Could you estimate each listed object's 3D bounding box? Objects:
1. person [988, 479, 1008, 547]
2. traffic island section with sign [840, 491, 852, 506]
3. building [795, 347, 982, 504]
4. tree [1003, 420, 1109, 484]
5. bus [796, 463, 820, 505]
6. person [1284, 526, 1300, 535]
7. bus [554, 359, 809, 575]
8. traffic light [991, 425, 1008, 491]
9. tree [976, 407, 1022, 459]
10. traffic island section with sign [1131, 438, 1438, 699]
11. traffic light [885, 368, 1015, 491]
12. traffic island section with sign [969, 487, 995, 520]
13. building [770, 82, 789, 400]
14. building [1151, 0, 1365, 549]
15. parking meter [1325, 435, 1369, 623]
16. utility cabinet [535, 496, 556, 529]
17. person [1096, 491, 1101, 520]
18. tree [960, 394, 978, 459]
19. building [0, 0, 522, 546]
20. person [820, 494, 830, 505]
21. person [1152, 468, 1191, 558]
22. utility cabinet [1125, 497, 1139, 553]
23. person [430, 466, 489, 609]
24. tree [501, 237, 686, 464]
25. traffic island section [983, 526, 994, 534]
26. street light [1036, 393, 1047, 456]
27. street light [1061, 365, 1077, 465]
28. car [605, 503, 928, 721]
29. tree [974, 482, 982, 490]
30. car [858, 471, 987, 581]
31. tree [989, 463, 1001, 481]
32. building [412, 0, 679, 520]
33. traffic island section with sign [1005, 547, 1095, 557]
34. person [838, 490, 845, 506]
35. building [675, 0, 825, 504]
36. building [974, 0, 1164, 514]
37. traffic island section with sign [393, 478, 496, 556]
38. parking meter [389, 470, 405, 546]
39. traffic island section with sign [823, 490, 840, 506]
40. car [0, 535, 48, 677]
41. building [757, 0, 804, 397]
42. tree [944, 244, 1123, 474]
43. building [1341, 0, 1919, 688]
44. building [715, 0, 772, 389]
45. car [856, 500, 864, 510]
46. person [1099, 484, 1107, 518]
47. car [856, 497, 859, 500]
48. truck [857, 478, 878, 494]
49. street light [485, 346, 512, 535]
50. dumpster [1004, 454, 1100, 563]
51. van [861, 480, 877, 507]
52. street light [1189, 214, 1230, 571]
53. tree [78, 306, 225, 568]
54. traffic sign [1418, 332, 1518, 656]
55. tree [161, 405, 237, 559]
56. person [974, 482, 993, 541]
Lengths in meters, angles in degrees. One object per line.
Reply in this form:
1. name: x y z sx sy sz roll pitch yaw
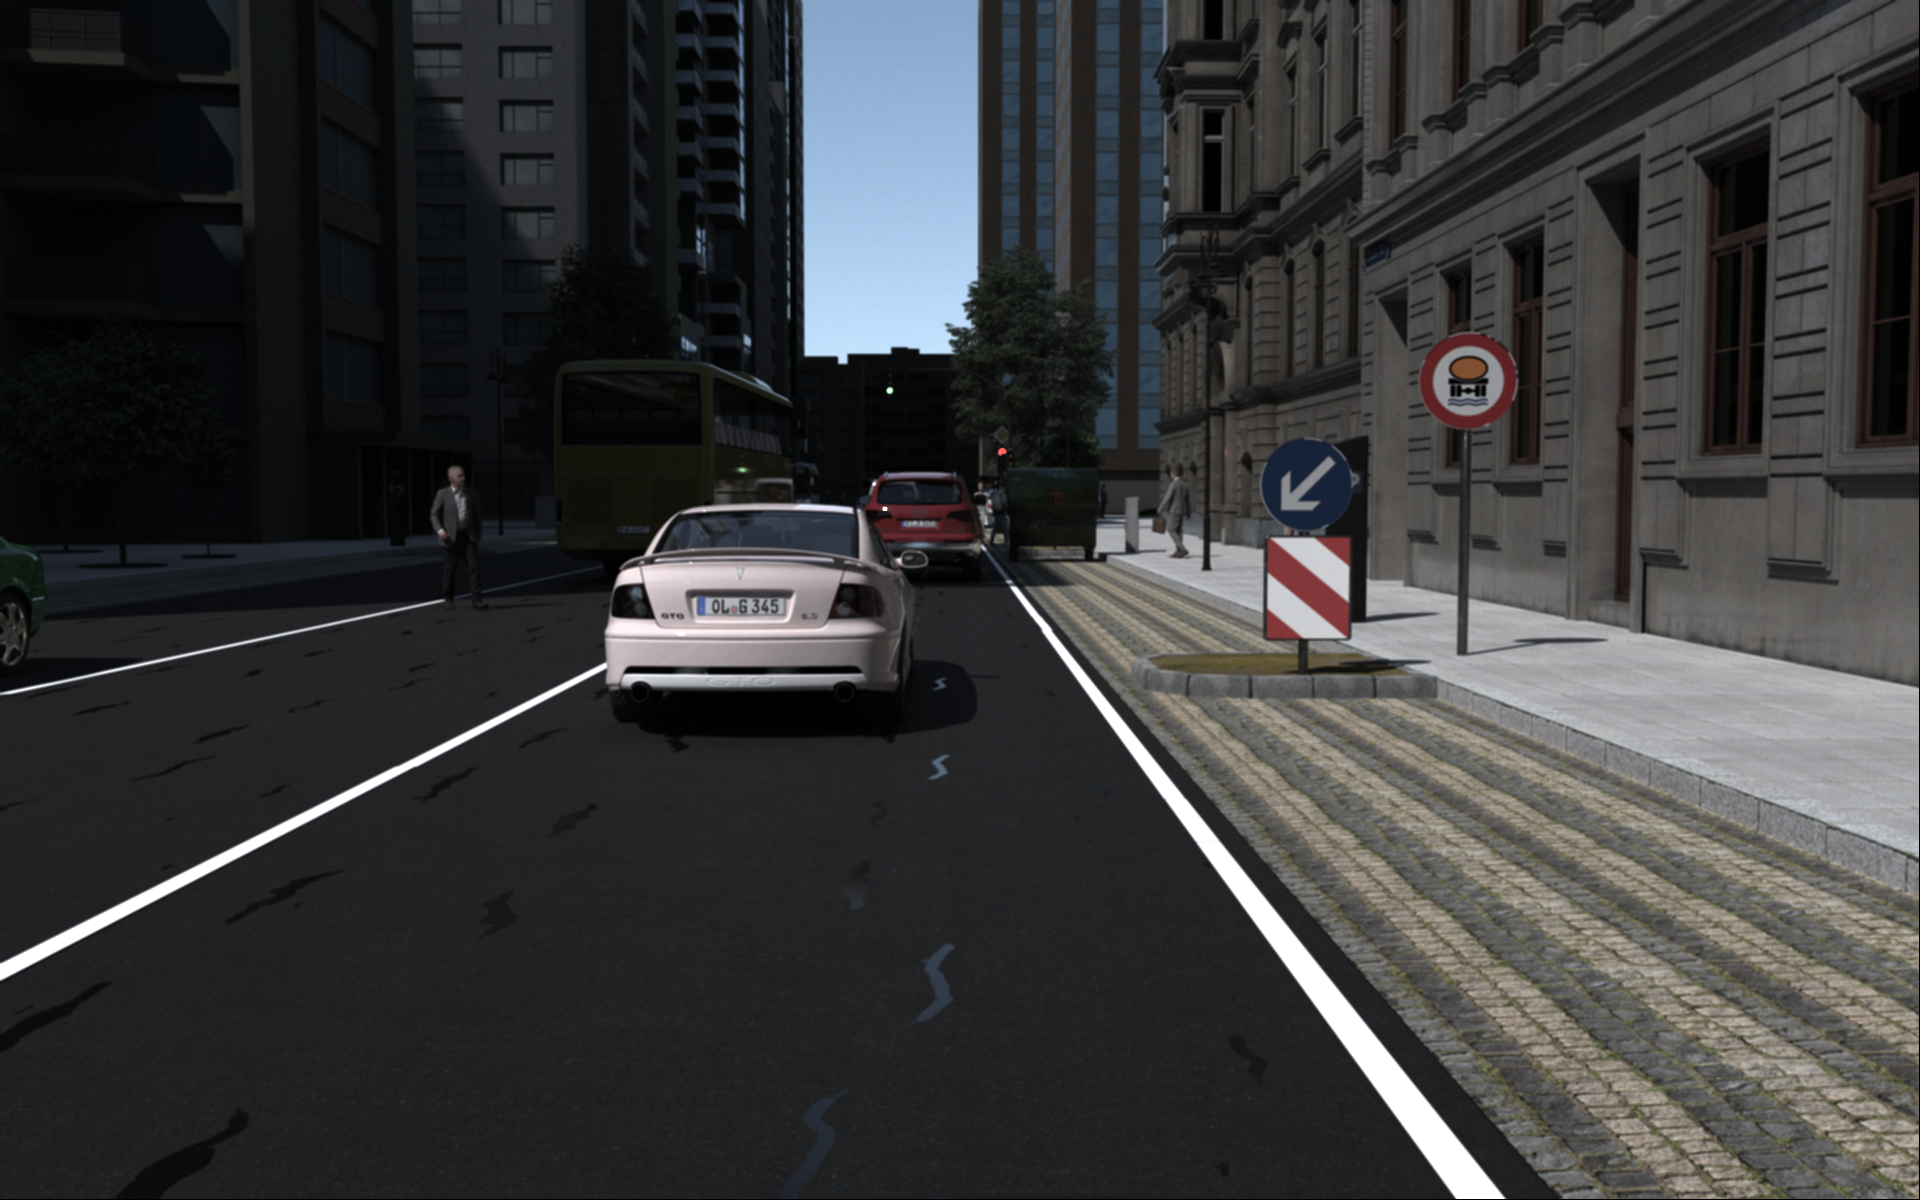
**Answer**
1. person: 1.091 -2.324 46.478 0.713 1.824 0.794 -1 4 -12
2. traffic island section with sign: -13.603 -11.773 201.115 1.989 1.847 2.006 0 4 -1
3. building: -7.545 -24.405 244.052 28.899 21.520 27.650 0 4 -1
4. tree: 4.917 -5.622 75.635 4.285 4.588 4.351 0 3 0
5. bus: -9.700 -6.468 100.608 2.948 3.499 13.247 0 4 -2
6. person: 4.017 -0.660 21.075 0.590 1.304 0.306 -1 4 -14
7. bus: -5.014 -2.558 33.366 2.896 3.916 12.252 0 4 1
8. traffic light: 1.701 -5.009 70.814 0.839 4.253 0.868 0 4 -1
9. tree: 3.387 -12.164 149.250 4.360 8.622 3.978 0 3 0
10. traffic island section with sign: 2.330 -0.266 12.984 1.989 1.847 2.006 0 4 -1
11. traffic light: -0.308 -5.382 62.666 4.771 5.953 1.251 0 4 -1
12. traffic island section with sign: 1.495 -5.320 95.618 1.989 1.847 2.006 0 4 -1
13. building: -24.120 -29.552 166.766 14.154 41.232 14.086 0 4 -1
14. building: 12.405 -13.773 44.268 14.460 24.649 34.723 0 4 -1
15. parking meter: 3.845 -0.709 17.301 0.399 1.863 0.255 -1 4 -8
16. utility cabinet: -15.009 -3.195 63.399 1.020 1.237 0.306 1 4 12
17. person: 6.734 -4.860 85.735 0.478 1.798 0.641 3 4 39
18. tree: 3.611 -14.090 156.131 9.928 11.665 9.643 0 3 0
19. building: -30.015 -24.181 49.983 28.867 44.769 22.147 0 4 -1
20. person: -16.000 -12.244 206.247 1.348 1.821 0.705 0 4 7
21. person: 4.333 -1.756 34.882 0.853 1.813 0.709 3 5 44
22. utility cabinet: 3.796 -1.661 38.326 0.306 1.237 1.020 0 4 5
23. person: -6.166 -0.766 21.425 0.661 1.777 0.834 -3 5 -42
24. tree: -15.806 -9.818 77.524 9.611 12.733 9.660 0 3 0
25. traffic island section: 1.823 -2.487 62.943 2.009 0.180 2.903 0 4 -1
26. street light: 3.741 -6.515 79.305 0.468 5.910 1.993 0 4 -1
27. street light: 3.895 -5.475 62.301 0.468 5.910 1.993 0 4 -1
28. car: -1.277 0.003 12.306 2.083 1.381 4.827 0 4 0
29. tree: 2.303 -13.593 216.846 1.663 3.219 1.824 0 3 0
30. car: -0.659 -1.310 30.094 2.281 1.827 5.304 0 4 0
31. tree: 3.468 -7.386 104.478 4.285 4.588 4.351 0 3 0
32. building: -22.555 -24.824 89.463 14.154 41.232 14.086 0 4 -1
33. traffic island section with sign: 2.055 -1.935 40.269 1.989 1.847 2.006 0 4 -1
34. person: -9.714 -8.167 142.620 0.593 1.750 0.643 0 4 2
35. building: -32.705 -54.746 207.769 31.000 86.520 22.319 0 4 -1
36. building: 8.506 -29.864 138.387 14.600 45.320 14.200 0 4 -1
37. traffic island section with sign: -11.971 -1.948 40.479 1.989 1.847 2.006 0 4 -1
38. parking meter: -13.873 -2.262 42.688 0.255 1.863 0.399 -3 5 -39
39. traffic island section with sign: -13.319 -10.041 172.791 1.989 1.847 2.006 0 4 -1
40. car: -8.298 -0.209 12.212 1.959 1.807 4.718 0 4 -2
41. building: -32.559 -48.950 238.584 20.611 71.187 20.563 0 4 -1
42. tree: 3.657 -11.100 88.144 9.857 13.997 8.962 0 3 0
43. building: 11.245 -11.011 16.181 11.583 22.565 21.152 0 4 -1
44. building: -24.212 -30.711 152.229 14.600 45.320 14.200 0 4 -1
45. car: -5.931 -6.301 115.388 2.083 1.381 4.827 0 3 0
46. person: 7.519 -5.201 91.260 0.419 1.800 0.721 3 4 38
47. car: -10.479 -11.069 192.779 2.131 1.459 4.920 0 3 0
48. truck: -10.837 -13.280 213.055 3.469 3.379 9.791 0 4 -2
49. street light: -14.433 -4.985 54.297 0.468 5.910 1.993 0 4 -1
50. dumpster: 1.922 -1.927 36.457 1.985 2.255 1.502 0 4 -1
51. van: -1.829 -2.579 49.182 2.013 2.044 4.112 0 4 -1
52. street light: 4.146 -3.435 28.945 0.468 5.910 1.993 0 4 -1
53. tree: -14.746 -2.866 30.566 4.285 4.588 4.351 0 3 0
54. traffic sign: 4.000 -0.832 13.715 0.768 2.556 0.104 0 4 6
55. tree: -15.179 -2.469 34.977 1.663 3.219 1.824 0 3 0
56. person: 0.674 -2.657 52.289 0.694 1.780 0.624 3 5 39
